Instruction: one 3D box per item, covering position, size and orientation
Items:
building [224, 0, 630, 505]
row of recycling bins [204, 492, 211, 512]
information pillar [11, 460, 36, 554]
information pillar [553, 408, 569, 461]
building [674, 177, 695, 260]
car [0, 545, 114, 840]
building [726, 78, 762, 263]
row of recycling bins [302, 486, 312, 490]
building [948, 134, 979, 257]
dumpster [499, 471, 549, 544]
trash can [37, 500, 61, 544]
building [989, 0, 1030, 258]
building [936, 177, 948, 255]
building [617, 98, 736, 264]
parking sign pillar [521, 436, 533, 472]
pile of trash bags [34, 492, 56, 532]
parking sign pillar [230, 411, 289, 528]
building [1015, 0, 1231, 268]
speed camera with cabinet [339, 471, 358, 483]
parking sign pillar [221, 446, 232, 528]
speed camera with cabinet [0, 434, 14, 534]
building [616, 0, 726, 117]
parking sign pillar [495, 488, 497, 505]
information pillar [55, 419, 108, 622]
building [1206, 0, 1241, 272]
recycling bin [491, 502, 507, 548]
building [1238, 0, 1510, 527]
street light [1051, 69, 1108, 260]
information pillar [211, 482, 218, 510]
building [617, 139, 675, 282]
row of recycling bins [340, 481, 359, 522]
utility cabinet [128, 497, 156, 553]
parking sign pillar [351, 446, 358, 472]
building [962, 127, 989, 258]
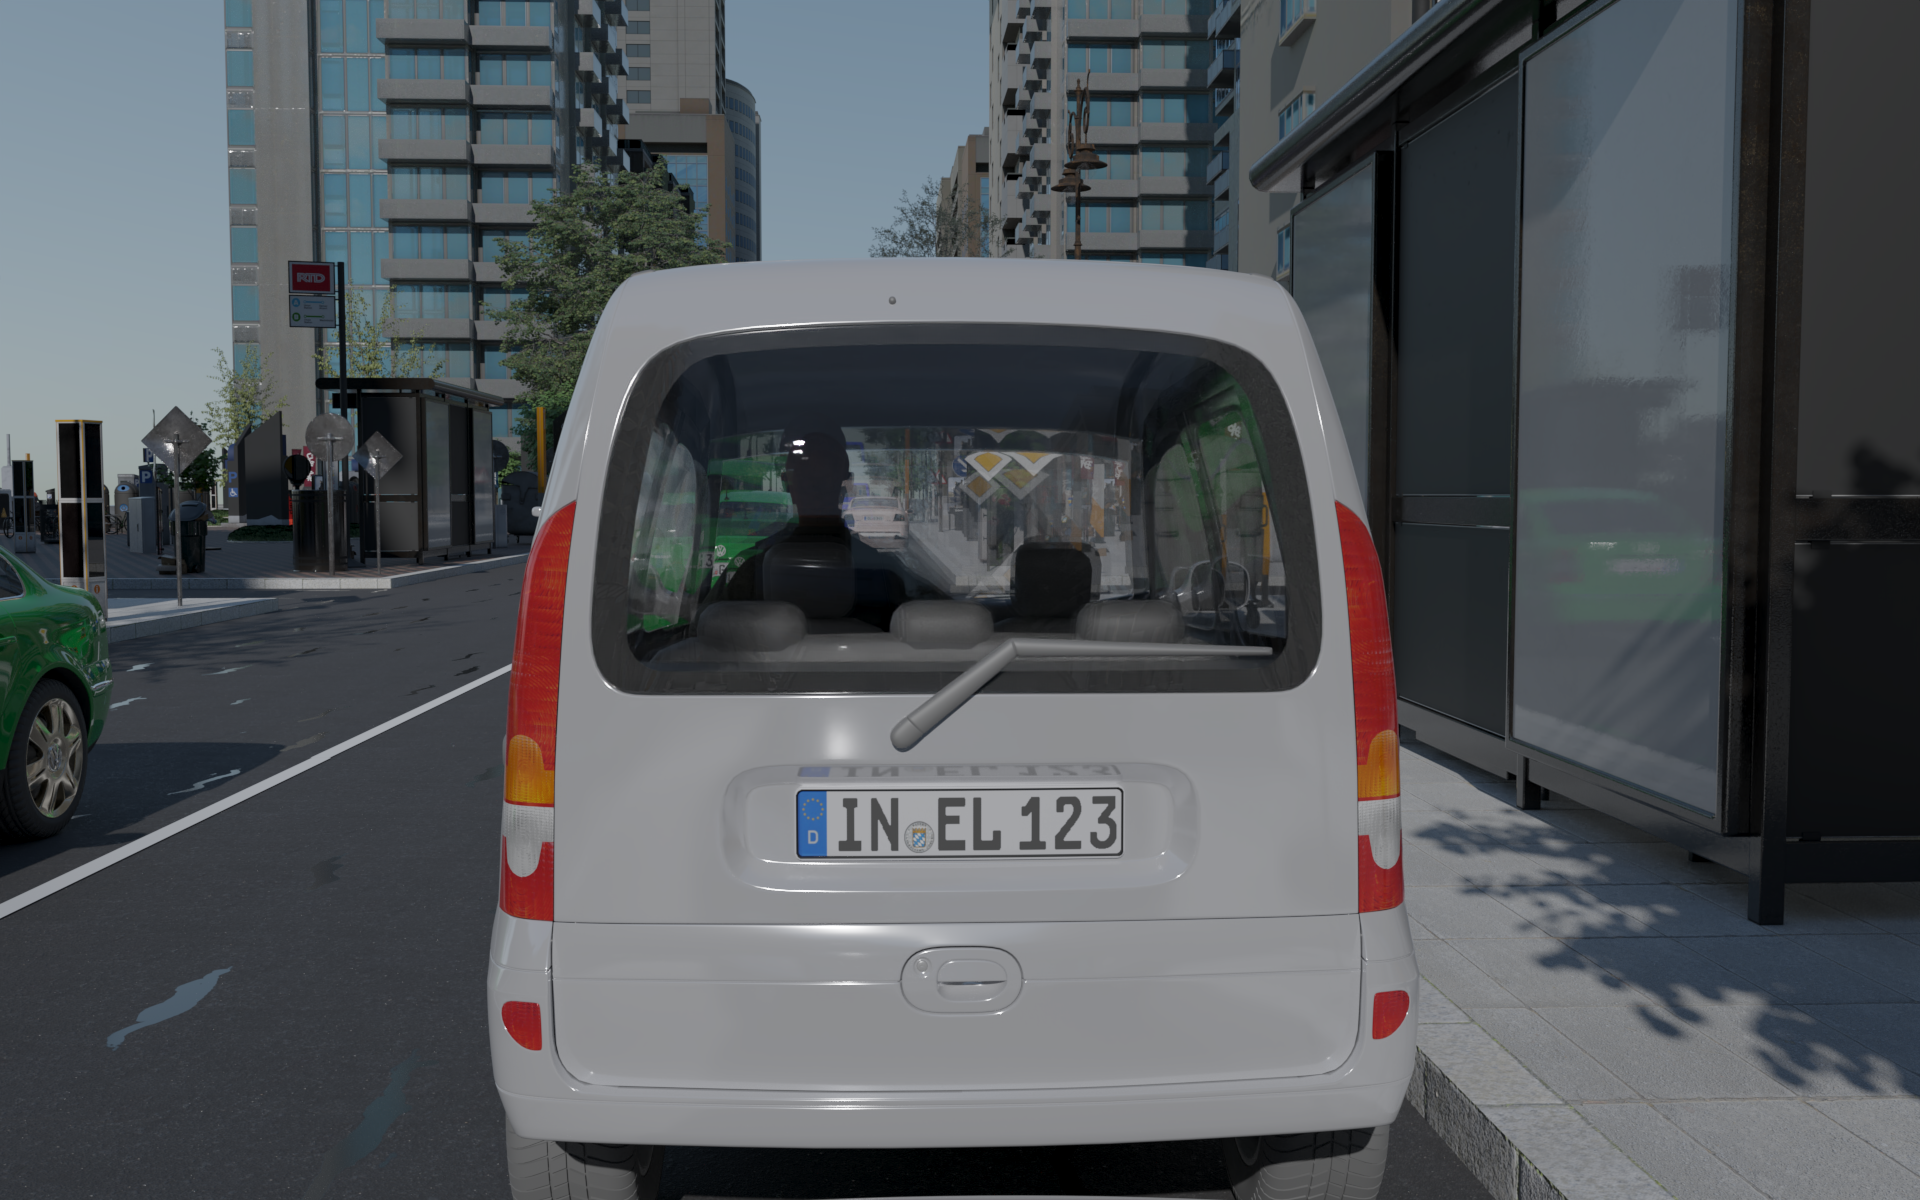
[{"bbox_3d":[-34.571,-30.400,116.655,23.786,49.044,30.456,0,4,-3],"label":"building"},{"bbox_3d":[-32.652,-3.980,72.184,3.534,1.692,1.069,2,4,26],"label":"row of recycling bins"},{"bbox_3d":[-20.240,-2.016,37.450,0.304,2.012,0.304,1,4,9],"label":"information pillar"},{"bbox_3d":[-10.561,-3.349,46.113,0.504,3.616,0.183,-1,4,-10],"label":"information pillar"},{"bbox_3d":[-31.336,-23.433,154.831,14.160,30.474,14.107,0,4,-3],"label":"building"},{"bbox_3d":[-4.589,0.182,5.816,1.959,1.807,4.718,0,4,-3],"label":"car"},{"bbox_3d":[-39.091,-42.815,242.027,21.231,58.520,28.212,0,4,-3],"label":"building"},{"bbox_3d":[-27.072,-4.040,73.172,1.069,1.692,3.534,0,4,-8],"label":"row of recycling bins"},{"bbox_3d":[9.881,-37.080,229.961,21.300,48.544,21.600,0,4,-3],"label":"building"},{"bbox_3d":[-11.047,-2.364,44.415,1.264,1.857,1.865,0,4,-3],"label":"dumpster"},{"bbox_3d":[-23.278,-2.007,44.464,0.748,1.137,0.748,0,3,0],"label":"trash can"},{"bbox_3d":[16.866,-34.784,157.953,28.713,52.752,27.495,0,4,-3],"label":"building"},{"bbox_3d":[7.583,-38.413,251.761,21.300,48.544,21.600,0,4,-3],"label":"building"},{"bbox_3d":[-33.362,-33.628,199.921,14.600,45.320,14.200,0,4,-3],"label":"building"},{"bbox_3d":[-12.908,-3.989,53.697,1.447,3.967,1.447,0,4,3],"label":"parking sign pillar"},{"bbox_3d":[-31.562,-3.074,60.011,3.447,1.369,1.912,3,4,36],"label":"pile of trash bags"},{"bbox_3d":[-22.566,-4.154,56.384,1.447,3.967,1.447,1,4,13],"label":"parking sign pillar"},{"bbox_3d":[15.840,-31.143,128.792,23.786,49.044,30.456,0,4,-3],"label":"building"},{"bbox_3d":[-24.684,-4.532,68.429,0.660,3.252,2.038,2,4,32],"label":"speed camera with cabinet"},{"bbox_3d":[-27.446,-4.744,66.029,1.447,3.967,1.447,0,4,1],"label":"parking sign pillar"},{"bbox_3d":[-31.099,-3.792,56.336,0.660,3.252,2.038,0,4,0],"label":"speed camera with cabinet"},{"bbox_3d":[-37.663,-47.641,217.179,20.563,71.187,20.611,0,4,-3],"label":"building"},{"bbox_3d":[-24.010,-6.032,87.091,1.447,3.967,1.447,0,4,-8],"label":"parking sign pillar"},{"bbox_3d":[-8.729,-0.779,17.222,0.304,2.012,0.304,1,4,11],"label":"information pillar"},{"bbox_3d":[20.794,-47.229,84.866,22.319,86.520,31.000,0,4,-3],"label":"building"},{"bbox_3d":[-11.298,-1.758,41.291,0.722,1.027,0.722,2,4,28],"label":"recycling bin"},{"bbox_3d":[18.919,-25.849,46.326,21.600,48.544,21.300,0,4,-3],"label":"building"},{"bbox_3d":[1.319,-2.854,19.449,0.468,5.910,1.993,0,4,-3],"label":"street light"},{"bbox_3d":[-43.669,-5.929,101.438,0.304,2.012,0.304,0,4,-2],"label":"information pillar"},{"bbox_3d":[-31.362,-22.564,140.621,14.160,30.474,14.107,0,4,-3],"label":"building"},{"bbox_3d":[-19.438,-2.899,54.508,1.069,1.692,3.534,-1,4,-12],"label":"row of recycling bins"},{"bbox_3d":[-18.039,-1.653,38.192,0.306,1.237,1.020,-3,5,-40],"label":"utility cabinet"},{"bbox_3d":[-33.312,-6.558,95.698,1.447,3.967,1.447,-1,4,-23],"label":"parking sign pillar"},{"bbox_3d":[7.486,-34.365,211.973,14.600,45.320,14.200,0,4,-3],"label":"building"}]
